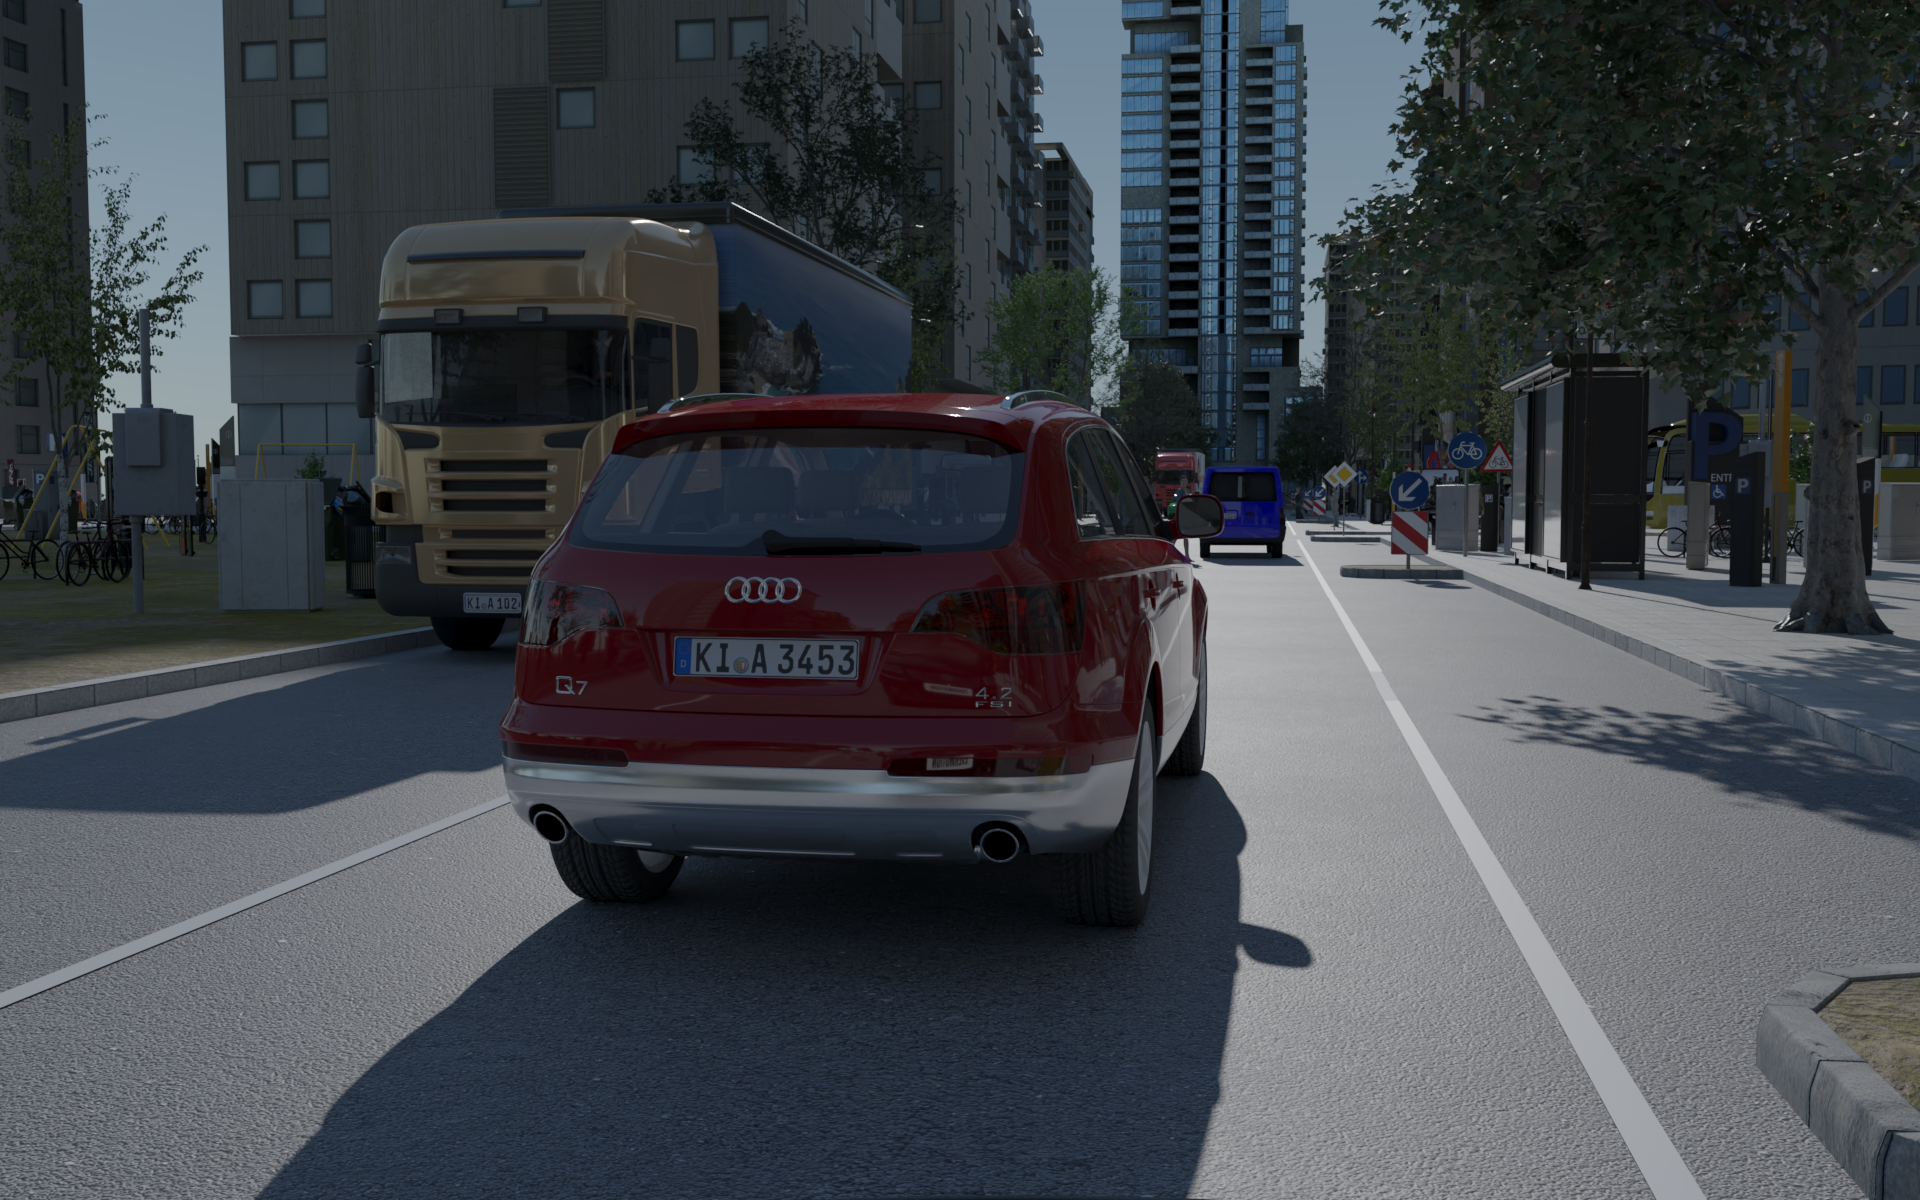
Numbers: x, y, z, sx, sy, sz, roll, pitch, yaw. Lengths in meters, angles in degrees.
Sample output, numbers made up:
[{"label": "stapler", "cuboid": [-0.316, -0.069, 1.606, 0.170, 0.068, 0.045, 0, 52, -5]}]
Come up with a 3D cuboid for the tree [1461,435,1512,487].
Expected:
[{"label": "tree", "cuboid": [29.468, -6.891, 96.374, 4.285, 4.588, 4.351, 0, 3, 0]}]

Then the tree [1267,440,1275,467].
[{"label": "tree", "cuboid": [41.172, -17.651, 205.607, 9.611, 12.733, 9.660, 0, 3, 0]}]

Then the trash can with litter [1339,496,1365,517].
[{"label": "trash can with litter", "cuboid": [22.712, -5.375, 98.945, 2.233, 1.210, 1.678, 0, 4, -3]}]

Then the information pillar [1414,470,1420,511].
[{"label": "information pillar", "cuboid": [14.127, -2.982, 53.243, 0.304, 2.012, 0.304, -2, 4, -27]}]

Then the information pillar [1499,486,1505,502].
[{"label": "information pillar", "cuboid": [28.297, -5.264, 90.553, 0.304, 2.012, 0.304, 0, 4, 5]}]

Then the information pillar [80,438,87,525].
[{"label": "information pillar", "cuboid": [-36.215, -4.904, 71.528, 0.183, 3.616, 0.504, -3, 4, -38]}]

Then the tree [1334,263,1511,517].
[{"label": "tree", "cuboid": [13.217, -5.947, 47.593, 4.737, 8.622, 4.395, 0, 3, 0]}]

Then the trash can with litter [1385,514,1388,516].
[{"label": "trash can with litter", "cuboid": [24.615, -5.485, 100.731, 2.233, 1.210, 1.678, 0, 4, 0]}]

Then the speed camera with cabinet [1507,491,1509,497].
[{"label": "speed camera with cabinet", "cuboid": [34.423, -7.019, 109.099, 2.038, 3.252, 0.660, 3, 4, 36]}]

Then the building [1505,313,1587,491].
[{"label": "building", "cuboid": [45.914, -26.848, 122.557, 14.154, 41.232, 14.086, 1, 4, 10]}]

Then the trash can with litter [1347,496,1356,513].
[{"label": "trash can with litter", "cuboid": [26.456, -6.413, 116.234, 0.624, 1.170, 1.055, -3, 4, -36]}]

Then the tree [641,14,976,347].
[{"label": "tree", "cuboid": [-3.420, -6.143, 34.856, 8.767, 10.594, 7.601, 1, 4, 19]}]

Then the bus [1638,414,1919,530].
[{"label": "bus", "cuboid": [27.192, -3.807, 53.785, 12.252, 3.916, 2.896, 1, 4, 9]}]

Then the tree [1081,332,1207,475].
[{"label": "tree", "cuboid": [13.781, -13.487, 130.877, 12.009, 13.543, 11.850, 0, 3, 0]}]

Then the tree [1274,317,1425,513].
[{"label": "tree", "cuboid": [26.637, -12.693, 117.898, 12.009, 13.543, 11.850, 0, 3, 0]}]

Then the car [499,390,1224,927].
[{"label": "car", "cuboid": [-0.055, 0.076, 7.423, 2.281, 1.827, 5.304, 1, 4, 11]}]

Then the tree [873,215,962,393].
[{"label": "tree", "cuboid": [-1.773, -5.818, 45.482, 4.737, 8.622, 4.395, 0, 3, 0]}]

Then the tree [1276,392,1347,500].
[{"label": "tree", "cuboid": [35.566, -15.169, 173.760, 9.928, 11.665, 9.643, 0, 3, 0]}]

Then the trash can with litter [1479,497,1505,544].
[{"label": "trash can with litter", "cuboid": [13.962, -2.019, 44.402, 1.055, 1.170, 0.624, -2, 4, -26]}]

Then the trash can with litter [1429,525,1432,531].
[{"label": "trash can with litter", "cuboid": [16.461, -3.013, 60.318, 1.678, 1.210, 2.233, 2, 4, 32]}]

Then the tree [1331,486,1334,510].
[{"label": "tree", "cuboid": [30.937, -9.029, 142.218, 1.663, 3.219, 1.824, 0, 3, 0]}]

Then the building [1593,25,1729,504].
[{"label": "building", "cuboid": [43.500, -32.514, 73.598, 28.212, 58.520, 21.231, 1, 4, 10]}]

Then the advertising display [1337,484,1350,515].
[{"label": "advertising display", "cuboid": [24.026, -6.328, 108.681, 0.123, 1.923, 0.974, -3, 5, -43]}]

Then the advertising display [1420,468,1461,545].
[{"label": "advertising display", "cuboid": [11.962, -2.322, 43.182, 0.974, 1.923, 0.123, 1, 4, 23]}]

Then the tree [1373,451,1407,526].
[{"label": "tree", "cuboid": [17.765, -4.642, 70.492, 1.663, 3.219, 1.824, 0, 3, 0]}]

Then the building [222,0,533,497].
[{"label": "building", "cuboid": [-18.359, -30.600, 89.556, 28.713, 52.752, 27.495, 1, 4, 10]}]

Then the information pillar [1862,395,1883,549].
[{"label": "information pillar", "cuboid": [21.384, -3.017, 40.679, 0.183, 3.616, 0.504, -1, 4, -21]}]

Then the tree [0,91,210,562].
[{"label": "tree", "cuboid": [-16.728, -5.027, 32.552, 4.737, 8.622, 4.395, 0, 3, 0]}]

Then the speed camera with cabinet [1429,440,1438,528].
[{"label": "speed camera with cabinet", "cuboid": [17.342, -4.285, 64.395, 0.660, 3.252, 2.038, 0, 4, 1]}]

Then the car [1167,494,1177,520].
[{"label": "car", "cuboid": [12.450, -5.303, 95.505, 1.959, 1.807, 4.718, 1, 4, 12]}]

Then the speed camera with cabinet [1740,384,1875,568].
[{"label": "speed camera with cabinet", "cuboid": [14.465, -2.156, 29.592, 2.038, 3.252, 0.660, 3, 4, 37]}]

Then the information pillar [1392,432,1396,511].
[{"label": "information pillar", "cuboid": [16.445, -4.542, 65.619, 0.183, 3.616, 0.504, 1, 4, 15]}]

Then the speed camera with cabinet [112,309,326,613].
[{"label": "speed camera with cabinet", "cuboid": [-8.040, -1.498, 18.828, 2.038, 3.252, 0.660, 0, 4, -5]}]

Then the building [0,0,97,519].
[{"label": "building", "cuboid": [-56.665, -19.559, 91.483, 14.107, 30.474, 14.160, 1, 4, 10]}]

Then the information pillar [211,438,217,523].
[{"label": "information pillar", "cuboid": [-31.028, -4.954, 72.360, 0.183, 3.616, 0.504, 2, 4, 31]}]

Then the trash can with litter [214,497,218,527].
[{"label": "trash can with litter", "cuboid": [-28.991, -3.476, 68.226, 0.624, 1.170, 1.055, -2, 4, -34]}]

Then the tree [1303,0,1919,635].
[{"label": "tree", "cuboid": [8.066, -6.049, 15.903, 9.611, 12.733, 9.660, 0, 3, 0]}]

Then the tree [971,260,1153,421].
[{"label": "tree", "cuboid": [4.327, -9.171, 75.709, 9.928, 11.665, 9.643, 0, 3, 0]}]

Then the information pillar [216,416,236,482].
[{"label": "information pillar", "cuboid": [-21.888, -3.698, 51.823, 0.504, 3.616, 0.183, 1, 4, 14]}]

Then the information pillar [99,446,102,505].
[{"label": "information pillar", "cuboid": [-42.424, -5.751, 85.377, 0.183, 3.616, 0.504, -3, 4, -38]}]

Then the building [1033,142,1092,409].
[{"label": "building", "cuboid": [1.462, -30.335, 187.866, 23.993, 40.220, 32.217, 1, 4, 10]}]

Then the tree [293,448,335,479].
[{"label": "tree", "cuboid": [-26.937, -4.768, 72.554, 1.663, 3.219, 1.824, 0, 3, 0]}]

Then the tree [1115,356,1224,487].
[{"label": "tree", "cuboid": [16.436, -13.855, 143.533, 9.611, 12.733, 9.660, 0, 3, 0]}]

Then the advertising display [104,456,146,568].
[{"label": "advertising display", "cuboid": [-14.512, -1.524, 30.128, 0.123, 1.923, 0.974, 0, 4, 7]}]

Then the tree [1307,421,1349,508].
[{"label": "tree", "cuboid": [35.083, -13.118, 164.848, 4.360, 8.622, 3.978, 0, 3, 0]}]

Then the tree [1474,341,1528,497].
[{"label": "tree", "cuboid": [26.107, -8.033, 81.703, 4.360, 8.622, 3.978, 0, 3, 0]}]

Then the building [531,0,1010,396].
[{"label": "building", "cuboid": [-11.245, -32.724, 124.275, 28.713, 52.752, 27.495, 1, 4, 10]}]

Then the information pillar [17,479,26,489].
[{"label": "information pillar", "cuboid": [-45.444, -4.857, 83.903, 0.304, 2.012, 0.304, -1, 4, -13]}]
